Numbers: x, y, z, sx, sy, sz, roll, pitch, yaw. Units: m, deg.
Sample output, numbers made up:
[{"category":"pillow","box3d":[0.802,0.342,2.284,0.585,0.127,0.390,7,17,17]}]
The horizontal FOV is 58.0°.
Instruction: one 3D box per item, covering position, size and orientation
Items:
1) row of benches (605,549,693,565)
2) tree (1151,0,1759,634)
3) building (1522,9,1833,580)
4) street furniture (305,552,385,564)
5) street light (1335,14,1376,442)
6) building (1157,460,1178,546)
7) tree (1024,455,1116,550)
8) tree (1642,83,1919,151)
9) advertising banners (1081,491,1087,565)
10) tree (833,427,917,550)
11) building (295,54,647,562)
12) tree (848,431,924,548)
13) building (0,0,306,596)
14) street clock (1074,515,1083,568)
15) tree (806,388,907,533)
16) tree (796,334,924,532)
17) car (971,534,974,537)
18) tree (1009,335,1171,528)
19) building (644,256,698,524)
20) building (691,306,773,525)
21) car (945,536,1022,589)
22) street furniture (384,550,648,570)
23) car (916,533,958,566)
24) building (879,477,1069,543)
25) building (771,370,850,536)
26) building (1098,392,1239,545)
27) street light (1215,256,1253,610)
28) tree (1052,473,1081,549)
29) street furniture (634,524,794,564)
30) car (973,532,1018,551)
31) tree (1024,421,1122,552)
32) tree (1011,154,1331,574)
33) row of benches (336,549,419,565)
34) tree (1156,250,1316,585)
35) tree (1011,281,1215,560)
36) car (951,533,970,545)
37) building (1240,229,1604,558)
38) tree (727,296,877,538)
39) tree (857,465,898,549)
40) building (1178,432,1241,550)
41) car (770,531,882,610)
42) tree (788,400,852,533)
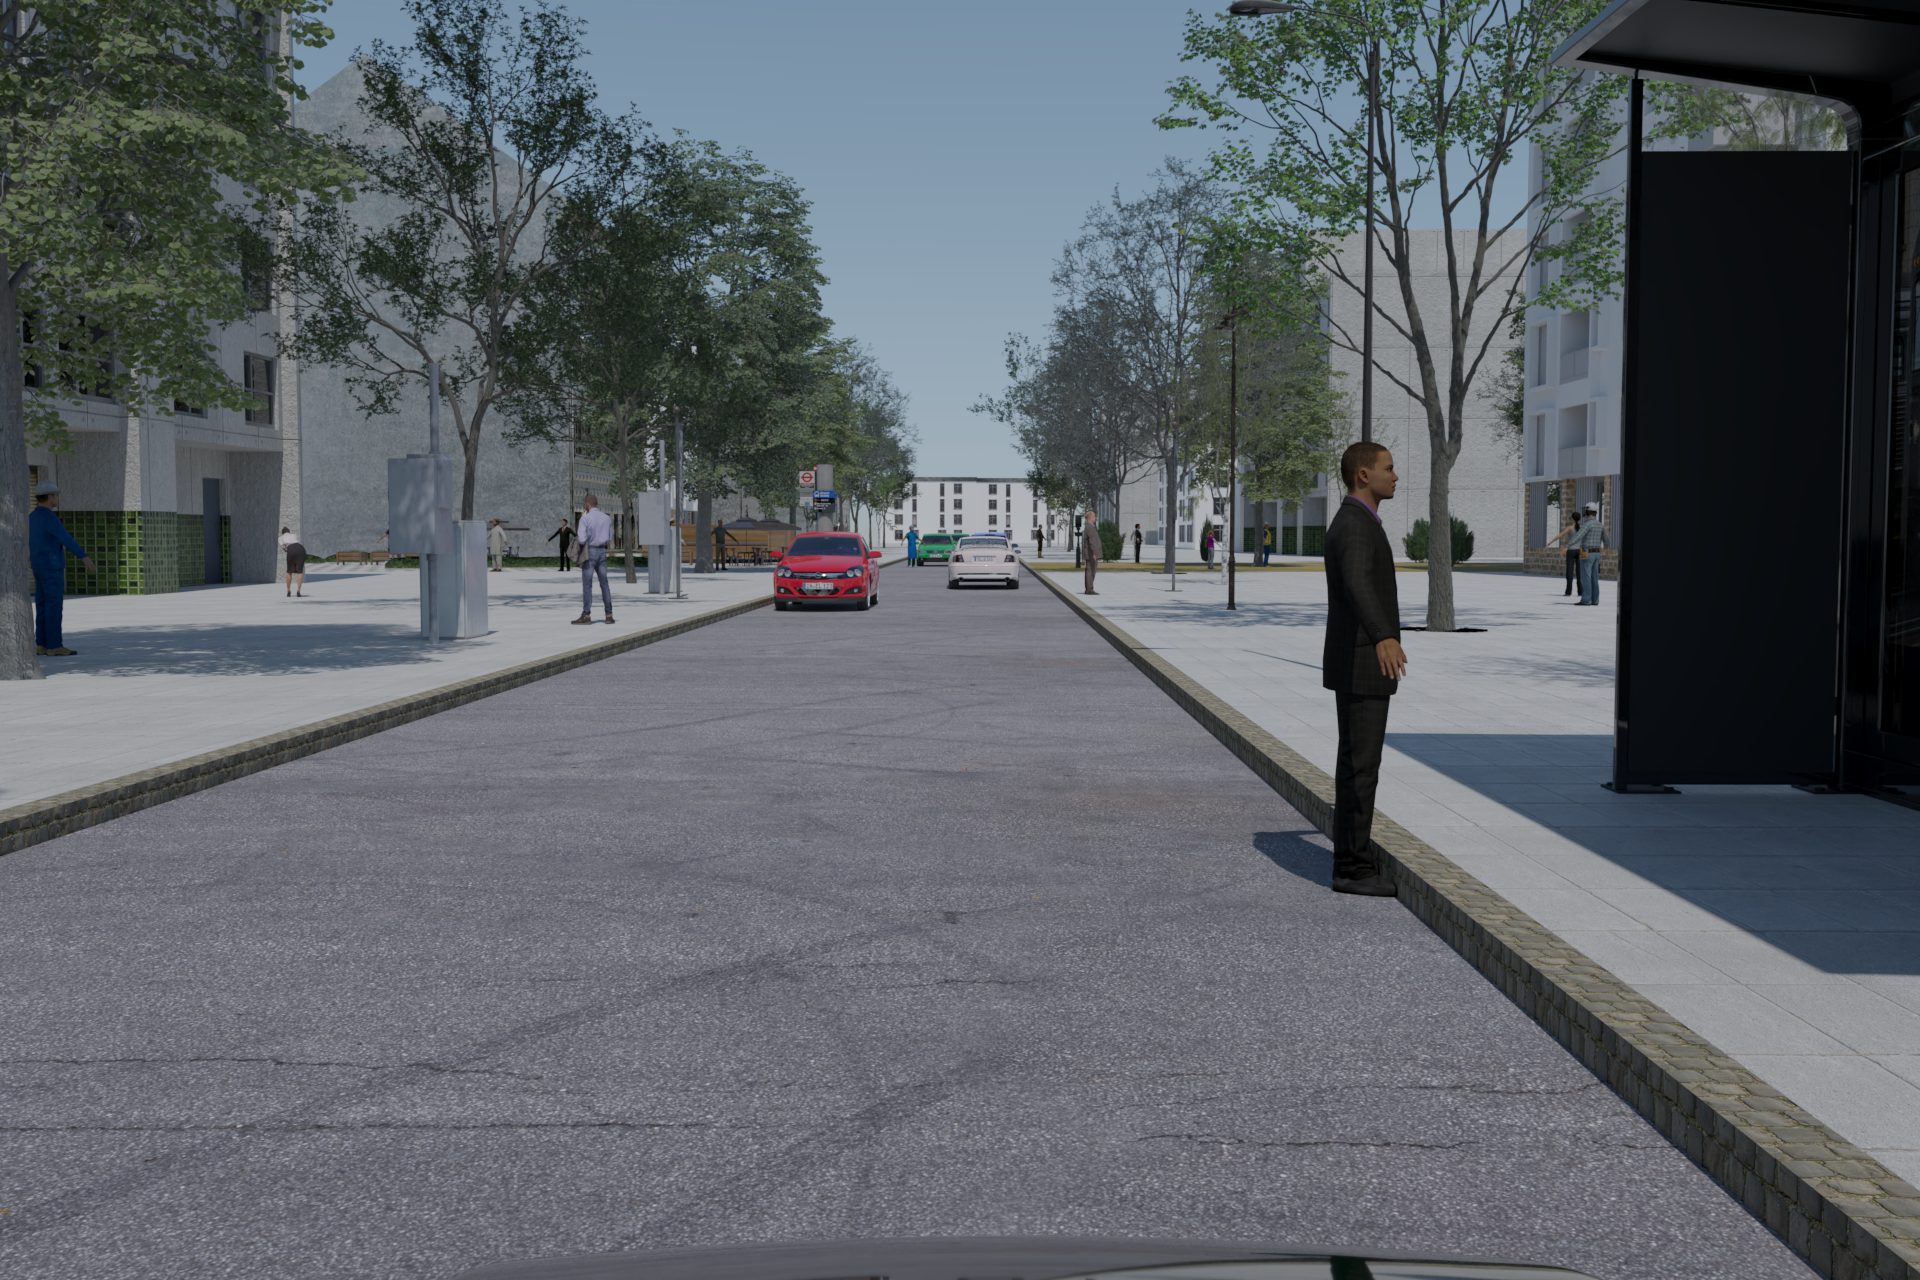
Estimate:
[{"category":"row of benches","box3d":[-13.112,-3.423,71.436,4.104,0.672,1.422,0,4,-2]},{"category":"tree","box3d":[6.366,-5.926,22.639,9.928,11.665,9.643,0,3,0]},{"category":"building","box3d":[23.183,-12.064,53.671,16.016,20.090,11.380,0,4,1]},{"category":"street furniture","box3d":[-30.780,-3.694,76.022,10.072,0.657,5.734,0,4,0]},{"category":"street light","box3d":[4.120,-2.608,15.175,1.470,5.913,1.316,0,4,1]},{"category":"building","box3d":[27.297,-14.977,187.013,9.099,9.664,28.070,0,4,0]},{"category":"tree","box3d":[8.710,-12.372,136.694,8.767,10.594,7.601,2,4,28]},{"category":"tree","box3d":[6.330,-3.752,11.705,4.360,8.622,3.978,0,3,0]},{"category":"advertising banners","box3d":[5.088,-4.590,71.232,0.090,3.025,2.074,0,4,-1]},{"category":"tree","box3d":[-7.034,-12.554,139.666,8.767,10.594,7.601,2,4,27]},{"category":"building","box3d":[-27.166,-15.781,88.944,19.493,23.208,18.063,0,4,1]},{"category":"tree","box3d":[-7.124,-13.641,157.436,8.767,10.594,7.601,2,4,30]},{"category":"building","box3d":[-25.486,-9.938,28.944,16.747,18.905,31.486,0,3,0]},{"category":"street clock","box3d":[4.465,-3.717,65.335,0.358,2.002,0.471,0,4,0]},{"category":"tree","box3d":[-7.556,-12.117,123.864,9.928,11.665,9.643,0,3,0]},{"category":"tree","box3d":[-7.288,-11.990,106.414,12.009,13.543,11.850,0,3,0]},{"category":"car","box3d":[1.397,-6.667,120.802,2.131,1.459,4.920,0,4,1]},{"category":"tree","box3d":[7.656,-11.528,98.858,12.009,13.543,11.850,0,3,0]},{"category":"building","box3d":[-24.261,-15.788,114.550,16.016,20.090,11.380,0,4,1]},{"category":"building","box3d":[-25.437,-18.799,138.291,19.493,23.208,18.063,0,4,1]},{"category":"car","box3d":[0.624,-2.083,46.427,2.083,1.381,4.827,0,4,0]},{"category":"street furniture","box3d":[-16.540,-3.083,66.041,10.072,0.657,5.734,-1,4,-11]},{"category":"car","box3d":[-1.036,-4.237,78.066,1.959,1.807,4.718,0,4,1]},{"category":"building","box3d":[2.072,-18.956,254.540,28.070,9.664,9.099,0,4,-4]},{"category":"building","box3d":[-22.004,-21.909,189.138,19.493,23.208,18.063,0,4,1]},{"category":"building","box3d":[27.039,-21.740,221.910,16.747,18.905,31.486,0,4,1]},{"category":"street light","box3d":[4.586,-3.443,29.088,0.468,5.910,1.993,0,4,1]},{"category":"tree","box3d":[8.992,-11.872,144.475,4.737,8.622,4.395,0,3,0]},{"category":"street furniture","box3d":[-11.046,-4.488,80.233,11.010,1.723,9.812,2,4,31]},{"category":"car","box3d":[1.021,-3.028,59.092,1.945,1.707,3.694,0,4,1]},{"category":"tree","box3d":[8.122,-11.562,123.443,7.601,10.594,8.767,-1,4,-12]},{"category":"tree","box3d":[6.833,-8.867,55.349,12.009,13.543,11.850,0,3,0]},{"category":"row of benches","box3d":[-23.701,-3.442,71.731,4.104,0.672,1.422,0,4,5]},{"category":"tree","box3d":[6.512,-5.668,43.039,4.360,8.622,3.978,0,3,0]},{"category":"tree","box3d":[7.689,-10.701,85.337,12.009,13.543,11.850,0,3,0]},{"category":"car","box3d":[-0.101,-5.255,94.720,1.959,1.807,4.718,0,4,1]},{"category":"building","box3d":[28.507,-14.848,109.223,16.747,18.905,31.486,0,4,1]},{"category":"tree","box3d":[-7.813,-10.034,82.186,7.486,12.596,7.792,0,3,0]},{"category":"tree","box3d":[-6.985,-12.160,149.173,4.737,8.622,4.395,0,3,0]},{"category":"building","box3d":[23.636,-12.178,141.255,9.099,9.664,28.070,0,4,1]},{"category":"car","box3d":[-2.569,-1.517,33.838,2.155,1.783,4.494,0,4,1]},{"category":"tree","box3d":[-7.680,-8.523,89.706,4.737,8.622,4.395,0,3,0]}]
